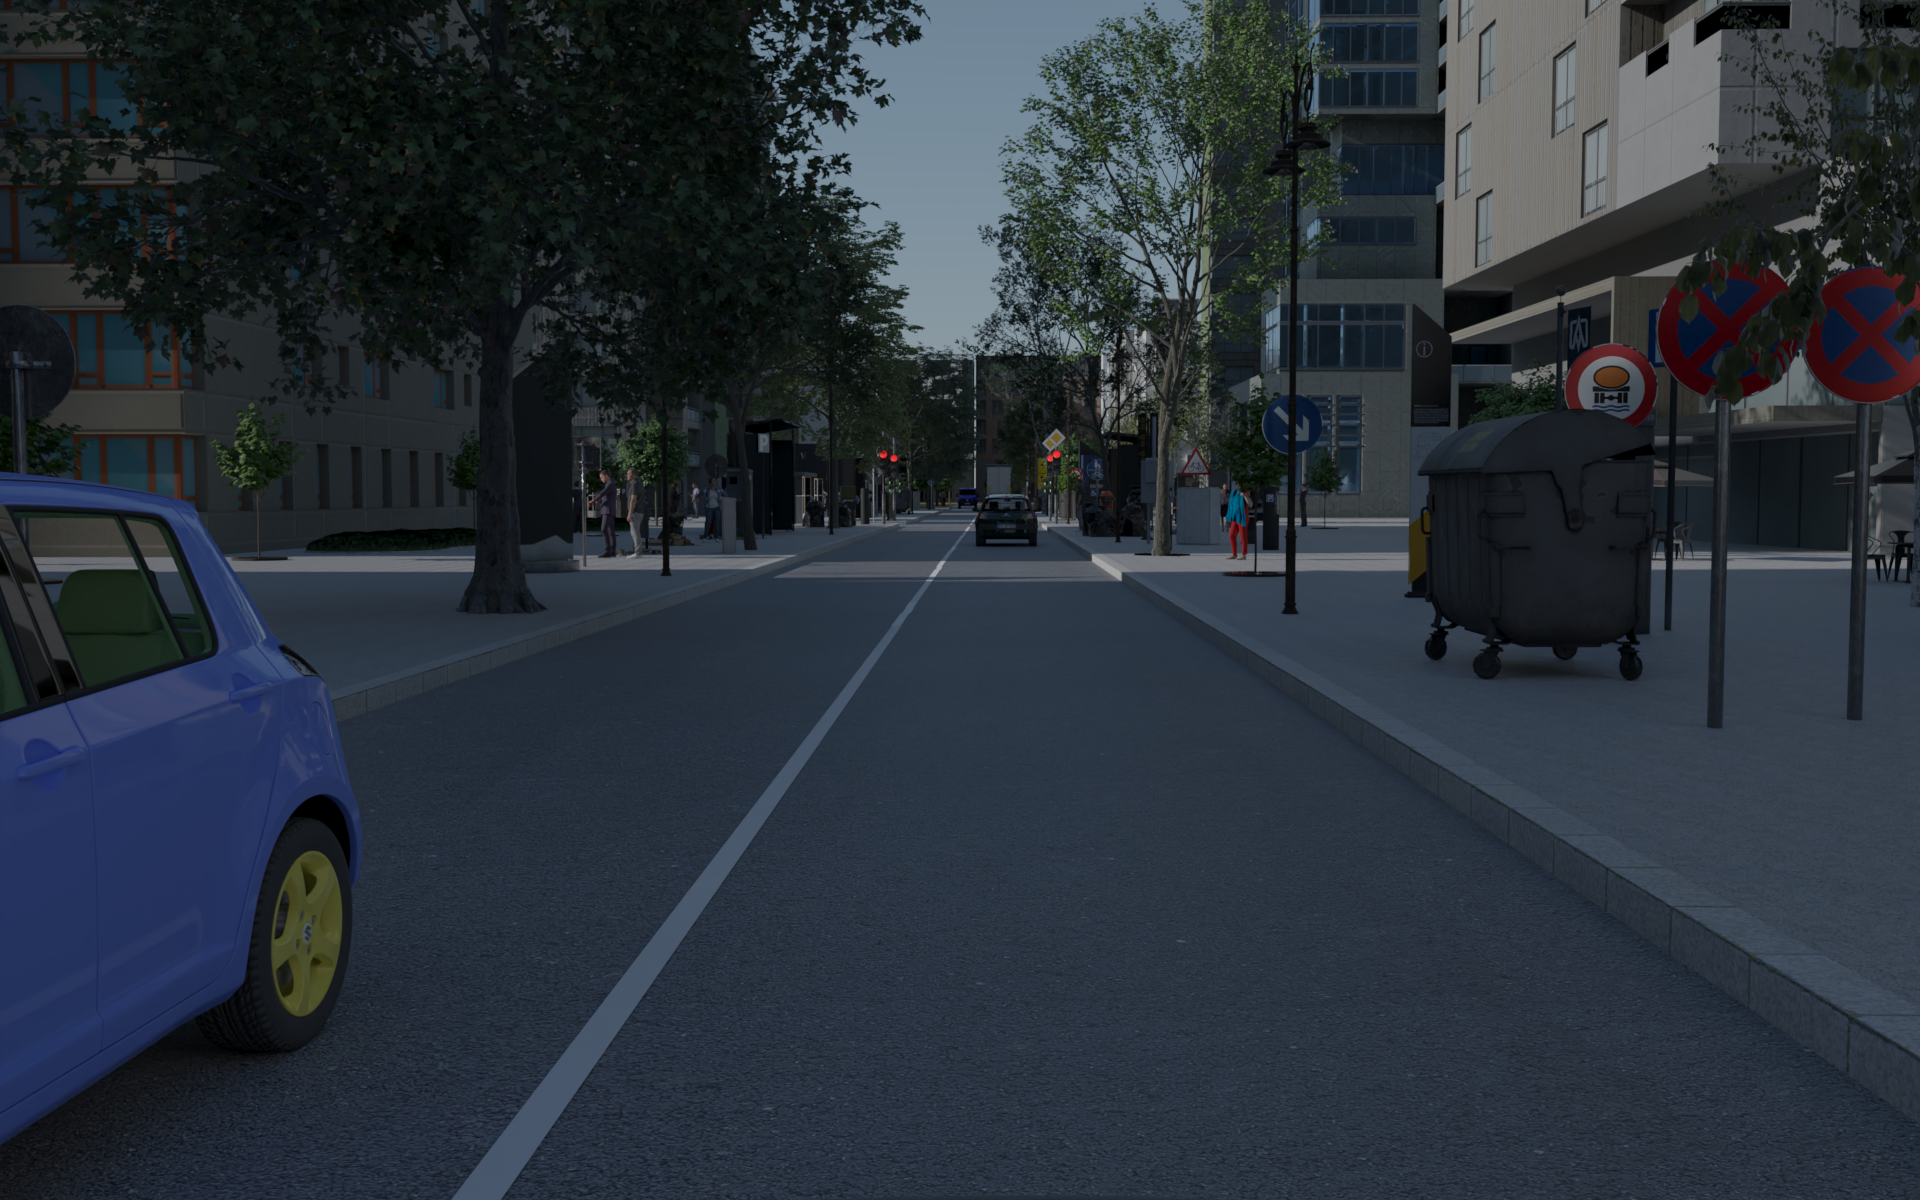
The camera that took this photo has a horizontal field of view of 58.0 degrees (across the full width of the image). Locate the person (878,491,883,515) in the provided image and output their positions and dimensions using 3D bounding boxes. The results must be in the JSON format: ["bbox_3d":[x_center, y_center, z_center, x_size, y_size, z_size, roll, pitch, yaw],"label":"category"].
[{"bbox_3d":[-4.837,-5.958,106.145,0.574,1.496,0.600,-1,4,-11],"label":"person"}]

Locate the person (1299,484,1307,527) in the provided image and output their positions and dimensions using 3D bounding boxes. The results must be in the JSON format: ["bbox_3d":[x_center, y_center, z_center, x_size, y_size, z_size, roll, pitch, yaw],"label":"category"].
[{"bbox_3d":[13.411,-3.743,68.036,0.445,1.727,0.742,-1,4,-13],"label":"person"}]

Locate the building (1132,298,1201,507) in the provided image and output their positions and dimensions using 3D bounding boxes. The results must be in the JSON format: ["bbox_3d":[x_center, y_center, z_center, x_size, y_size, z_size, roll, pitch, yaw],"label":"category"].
[{"bbox_3d":[25.400,-19.371,173.129,16.016,20.091,11.380,0,4,1],"label":"building"}]

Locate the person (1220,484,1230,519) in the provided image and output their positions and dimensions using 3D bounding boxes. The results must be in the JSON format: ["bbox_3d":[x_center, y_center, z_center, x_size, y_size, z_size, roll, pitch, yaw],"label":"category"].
[{"bbox_3d":[13.473,-5.026,88.347,0.598,1.807,0.434,2,4,35],"label":"person"}]

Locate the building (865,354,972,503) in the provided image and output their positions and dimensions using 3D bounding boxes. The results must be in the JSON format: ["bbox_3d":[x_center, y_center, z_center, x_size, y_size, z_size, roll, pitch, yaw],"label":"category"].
[{"bbox_3d":[-14.146,-25.842,266.482,32.646,21.610,27.936,0,4,1],"label":"building"}]

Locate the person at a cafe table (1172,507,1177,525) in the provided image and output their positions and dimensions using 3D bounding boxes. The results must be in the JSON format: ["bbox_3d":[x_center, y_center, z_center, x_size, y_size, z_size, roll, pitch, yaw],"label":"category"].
[{"bbox_3d":[9.484,-3.928,72.735,1.698,1.524,1.622,3,4,38],"label":"person at a cafe table"}]

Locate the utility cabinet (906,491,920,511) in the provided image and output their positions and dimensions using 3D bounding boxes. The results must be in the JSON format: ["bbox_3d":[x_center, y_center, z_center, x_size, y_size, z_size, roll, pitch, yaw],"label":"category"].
[{"bbox_3d":[-3.767,-8.020,139.807,1.173,1.500,0.318,-3,5,-44],"label":"utility cabinet"}]

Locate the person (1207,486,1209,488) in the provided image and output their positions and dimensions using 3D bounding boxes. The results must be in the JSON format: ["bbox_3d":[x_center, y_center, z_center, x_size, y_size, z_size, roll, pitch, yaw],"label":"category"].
[{"bbox_3d":[14.435,-5.803,101.732,0.742,1.727,0.445,-1,4,-20],"label":"person"}]

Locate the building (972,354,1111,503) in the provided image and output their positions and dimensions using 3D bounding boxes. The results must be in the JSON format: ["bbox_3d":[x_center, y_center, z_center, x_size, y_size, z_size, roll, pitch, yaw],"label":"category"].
[{"bbox_3d":[18.763,-25.775,265.395,32.646,21.610,27.936,0,4,1],"label":"building"}]

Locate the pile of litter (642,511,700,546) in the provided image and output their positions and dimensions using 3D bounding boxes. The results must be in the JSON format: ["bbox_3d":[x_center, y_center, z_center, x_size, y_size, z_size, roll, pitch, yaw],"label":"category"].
[{"bbox_3d":[-7.254,-1.790,43.226,1.176,0.858,1.719,-3,5,-40],"label":"pile of litter"}]

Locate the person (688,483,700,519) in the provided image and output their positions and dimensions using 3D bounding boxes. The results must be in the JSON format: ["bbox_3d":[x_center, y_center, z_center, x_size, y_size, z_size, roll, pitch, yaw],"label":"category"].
[{"bbox_3d":[-13.928,-5.174,90.498,0.599,1.838,0.709,-2,4,-28],"label":"person"}]

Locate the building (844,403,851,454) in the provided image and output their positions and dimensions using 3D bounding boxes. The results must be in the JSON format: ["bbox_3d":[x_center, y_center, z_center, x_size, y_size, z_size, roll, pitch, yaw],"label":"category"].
[{"bbox_3d":[-20.286,-20.798,196.472,16.016,20.091,11.380,0,4,1],"label":"building"}]

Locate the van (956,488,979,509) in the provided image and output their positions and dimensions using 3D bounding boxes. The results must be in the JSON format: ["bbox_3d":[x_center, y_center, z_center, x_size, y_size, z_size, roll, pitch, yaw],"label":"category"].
[{"bbox_3d":[0.754,-10.076,169.120,2.240,2.365,5.245,0,4,1],"label":"van"}]

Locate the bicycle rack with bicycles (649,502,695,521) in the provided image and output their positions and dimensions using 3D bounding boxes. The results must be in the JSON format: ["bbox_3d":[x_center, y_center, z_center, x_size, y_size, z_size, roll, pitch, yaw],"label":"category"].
[{"bbox_3d":[-14.300,-4.281,83.379,2.925,0.926,2.852,0,4,-5],"label":"bicycle rack with bicycles"}]

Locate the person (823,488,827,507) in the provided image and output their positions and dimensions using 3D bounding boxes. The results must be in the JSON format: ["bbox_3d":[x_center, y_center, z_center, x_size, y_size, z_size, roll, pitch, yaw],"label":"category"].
[{"bbox_3d":[-10.144,-7.473,128.943,0.376,1.734,0.841,-2,4,-31],"label":"person"}]

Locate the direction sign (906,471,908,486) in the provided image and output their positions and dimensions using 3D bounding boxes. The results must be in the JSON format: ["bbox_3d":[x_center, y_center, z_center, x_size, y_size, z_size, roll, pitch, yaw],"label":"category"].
[{"bbox_3d":[-5.033,-10.154,158.020,0.876,3.537,0.379,-1,4,-8],"label":"direction sign"}]

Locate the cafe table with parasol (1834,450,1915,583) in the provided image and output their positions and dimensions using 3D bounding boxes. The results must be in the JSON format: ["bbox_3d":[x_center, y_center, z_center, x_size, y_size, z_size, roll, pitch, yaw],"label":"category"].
[{"bbox_3d":[13.920,-1.234,25.038,2.610,1.966,2.610,-2,4,-23],"label":"cafe table with parasol"}]

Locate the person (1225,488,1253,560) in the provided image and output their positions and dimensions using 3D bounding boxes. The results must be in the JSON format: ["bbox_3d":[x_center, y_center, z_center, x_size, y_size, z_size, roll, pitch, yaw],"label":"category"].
[{"bbox_3d":[5.413,-1.585,33.660,0.444,1.614,0.593,0,4,-4],"label":"person"}]

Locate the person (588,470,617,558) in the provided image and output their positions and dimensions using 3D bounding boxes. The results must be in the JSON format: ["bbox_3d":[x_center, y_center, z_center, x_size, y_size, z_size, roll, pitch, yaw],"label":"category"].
[{"bbox_3d":[-7.214,-1.743,34.992,0.568,1.767,0.683,-1,4,-9],"label":"person"}]

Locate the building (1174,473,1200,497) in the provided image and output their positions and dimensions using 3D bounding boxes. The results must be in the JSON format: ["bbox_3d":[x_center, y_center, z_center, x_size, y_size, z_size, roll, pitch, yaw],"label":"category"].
[{"bbox_3d":[33.834,-27.677,144.394,32.217,40.220,23.993,0,4,1],"label":"building"}]

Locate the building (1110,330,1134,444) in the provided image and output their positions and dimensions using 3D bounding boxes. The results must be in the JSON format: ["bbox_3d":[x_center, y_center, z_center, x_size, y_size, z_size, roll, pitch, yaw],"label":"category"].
[{"bbox_3d":[26.320,-20.067,194.546,16.747,18.905,31.486,0,4,1],"label":"building"}]

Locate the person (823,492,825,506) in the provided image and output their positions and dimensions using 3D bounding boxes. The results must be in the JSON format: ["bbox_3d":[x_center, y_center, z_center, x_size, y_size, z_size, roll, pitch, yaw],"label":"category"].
[{"bbox_3d":[-7.992,-5.613,99.277,0.517,1.644,0.566,1,4,22],"label":"person"}]

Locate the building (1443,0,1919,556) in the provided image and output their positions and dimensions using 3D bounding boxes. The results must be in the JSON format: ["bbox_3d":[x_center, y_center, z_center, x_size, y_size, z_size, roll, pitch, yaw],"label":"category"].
[{"bbox_3d":[30.486,-28.057,47.967,28.713,52.752,27.495,0,4,1],"label":"building"}]

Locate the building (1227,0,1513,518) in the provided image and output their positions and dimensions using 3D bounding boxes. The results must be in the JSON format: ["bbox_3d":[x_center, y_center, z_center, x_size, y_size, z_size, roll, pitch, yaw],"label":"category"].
[{"bbox_3d":[31.811,-48.229,101.222,31.000,86.520,22.319,0,4,1],"label":"building"}]

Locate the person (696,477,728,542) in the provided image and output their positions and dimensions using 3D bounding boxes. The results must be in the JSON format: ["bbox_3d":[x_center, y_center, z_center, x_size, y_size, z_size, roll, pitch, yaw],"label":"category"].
[{"bbox_3d":[-6.598,-2.412,46.201,0.841,1.734,0.376,-1,4,-12],"label":"person"}]

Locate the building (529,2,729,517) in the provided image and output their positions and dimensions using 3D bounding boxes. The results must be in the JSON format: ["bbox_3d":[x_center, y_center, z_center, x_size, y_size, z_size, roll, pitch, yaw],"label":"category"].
[{"bbox_3d":[-21.449,-25.433,99.420,14.154,41.232,14.086,0,4,1],"label":"building"}]

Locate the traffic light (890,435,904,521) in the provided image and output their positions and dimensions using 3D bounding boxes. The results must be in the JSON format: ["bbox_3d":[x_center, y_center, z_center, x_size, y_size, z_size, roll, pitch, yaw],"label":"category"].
[{"bbox_3d":[-3.105,-5.723,82.485,0.839,4.253,0.868,0,4,1],"label":"traffic light"}]

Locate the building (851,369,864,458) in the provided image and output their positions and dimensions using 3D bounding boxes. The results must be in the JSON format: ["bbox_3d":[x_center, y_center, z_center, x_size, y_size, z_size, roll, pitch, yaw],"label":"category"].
[{"bbox_3d":[-28.136,-21.327,215.155,31.486,18.905,16.747,0,4,1],"label":"building"}]

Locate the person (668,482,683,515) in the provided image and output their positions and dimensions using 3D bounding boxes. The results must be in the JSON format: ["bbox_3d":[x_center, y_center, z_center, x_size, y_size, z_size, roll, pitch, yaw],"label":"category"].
[{"bbox_3d":[-10.801,-3.614,65.813,0.565,1.739,0.600,3,5,39],"label":"person"}]

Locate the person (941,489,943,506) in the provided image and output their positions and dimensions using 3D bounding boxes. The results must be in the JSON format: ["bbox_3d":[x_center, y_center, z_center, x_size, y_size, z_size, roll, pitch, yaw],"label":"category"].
[{"bbox_3d":[-1.914,-11.188,188.970,0.705,1.824,1.348,-1,4,-14],"label":"person"}]

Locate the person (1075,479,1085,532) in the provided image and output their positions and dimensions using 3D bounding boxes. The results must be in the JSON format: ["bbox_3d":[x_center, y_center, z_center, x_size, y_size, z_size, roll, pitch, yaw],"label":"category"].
[{"bbox_3d":[4.082,-3.250,59.313,0.434,1.807,0.598,2,4,25],"label":"person"}]

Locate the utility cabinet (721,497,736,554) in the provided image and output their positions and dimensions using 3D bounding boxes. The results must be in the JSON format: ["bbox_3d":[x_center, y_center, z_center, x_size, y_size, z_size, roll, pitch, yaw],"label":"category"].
[{"bbox_3d":[-5.011,-1.618,37.622,0.306,1.237,1.020,-1,4,-9],"label":"utility cabinet"}]

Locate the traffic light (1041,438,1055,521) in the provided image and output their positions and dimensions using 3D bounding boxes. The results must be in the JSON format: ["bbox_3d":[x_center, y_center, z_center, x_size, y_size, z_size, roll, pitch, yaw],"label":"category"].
[{"bbox_3d":[4.275,-5.715,82.360,0.839,4.253,0.868,0,4,1],"label":"traffic light"}]

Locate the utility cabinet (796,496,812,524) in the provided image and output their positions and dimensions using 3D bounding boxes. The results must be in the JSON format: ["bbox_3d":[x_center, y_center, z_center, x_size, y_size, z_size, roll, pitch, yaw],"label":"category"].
[{"bbox_3d":[-6.989,-3.939,75.564,1.020,1.237,0.306,-1,4,-9],"label":"utility cabinet"}]

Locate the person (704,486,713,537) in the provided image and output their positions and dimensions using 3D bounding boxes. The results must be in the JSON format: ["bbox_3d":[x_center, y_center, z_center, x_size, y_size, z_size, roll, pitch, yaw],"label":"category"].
[{"bbox_3d":[-7.464,-2.668,52.128,0.523,1.526,0.387,-3,5,-41],"label":"person"}]

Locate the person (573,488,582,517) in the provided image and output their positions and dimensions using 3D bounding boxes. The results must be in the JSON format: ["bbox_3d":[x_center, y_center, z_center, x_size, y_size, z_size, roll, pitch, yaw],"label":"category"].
[{"bbox_3d":[-14.743,-3.560,66.712,0.387,1.526,0.523,-3,5,-40],"label":"person"}]

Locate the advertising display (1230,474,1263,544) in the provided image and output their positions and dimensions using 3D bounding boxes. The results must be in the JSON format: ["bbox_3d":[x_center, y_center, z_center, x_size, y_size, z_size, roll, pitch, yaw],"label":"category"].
[{"bbox_3d":[7.420,-2.403,44.497,0.974,1.923,0.123,1,4,22],"label":"advertising display"}]

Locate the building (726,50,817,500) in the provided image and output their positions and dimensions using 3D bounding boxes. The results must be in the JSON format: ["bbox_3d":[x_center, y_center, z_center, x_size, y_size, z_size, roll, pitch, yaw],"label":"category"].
[{"bbox_3d":[-28.190,-27.340,138.886,32.217,40.220,23.993,0,4,1],"label":"building"}]

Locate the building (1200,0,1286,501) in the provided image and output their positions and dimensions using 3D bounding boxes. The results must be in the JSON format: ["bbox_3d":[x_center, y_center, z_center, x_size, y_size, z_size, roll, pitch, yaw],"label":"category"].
[{"bbox_3d":[24.299,-27.001,125.056,14.154,41.232,14.086,0,4,1],"label":"building"}]

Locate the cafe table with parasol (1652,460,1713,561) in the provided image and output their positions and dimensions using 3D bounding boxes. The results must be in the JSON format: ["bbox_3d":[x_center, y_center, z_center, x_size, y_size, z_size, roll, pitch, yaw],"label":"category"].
[{"bbox_3d":[13.416,-1.766,33.734,2.610,1.966,2.610,1,4,21],"label":"cafe table with parasol"}]

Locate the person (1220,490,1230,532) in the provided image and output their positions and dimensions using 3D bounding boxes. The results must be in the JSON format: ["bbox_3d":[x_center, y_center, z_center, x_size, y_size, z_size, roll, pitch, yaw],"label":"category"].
[{"bbox_3d":[9.069,-3.053,59.152,0.628,1.438,0.799,-2,4,-32],"label":"person"}]

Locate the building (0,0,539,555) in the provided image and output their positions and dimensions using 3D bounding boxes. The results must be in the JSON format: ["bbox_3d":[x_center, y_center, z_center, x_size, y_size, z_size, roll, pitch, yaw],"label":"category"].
[{"bbox_3d":[-29.822,-12.445,48.515,28.899,21.520,27.650,0,4,1],"label":"building"}]

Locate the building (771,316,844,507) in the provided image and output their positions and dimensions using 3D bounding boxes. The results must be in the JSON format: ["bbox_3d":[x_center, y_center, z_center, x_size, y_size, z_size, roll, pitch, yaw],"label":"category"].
[{"bbox_3d":[-27.016,-20.220,174.579,27.936,21.610,32.646,0,4,1],"label":"building"}]

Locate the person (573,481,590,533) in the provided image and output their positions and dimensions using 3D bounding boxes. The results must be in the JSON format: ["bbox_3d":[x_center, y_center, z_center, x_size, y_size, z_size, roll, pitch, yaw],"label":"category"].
[{"bbox_3d":[-12.473,-3.065,56.955,0.742,1.727,0.445,-3,5,-43],"label":"person"}]

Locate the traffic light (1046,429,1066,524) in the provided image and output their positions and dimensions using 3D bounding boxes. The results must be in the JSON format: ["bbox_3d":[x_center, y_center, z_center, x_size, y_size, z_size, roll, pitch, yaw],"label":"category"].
[{"bbox_3d":[4.121,-5.227,74.376,0.839,4.253,0.868,0,4,1],"label":"traffic light"}]

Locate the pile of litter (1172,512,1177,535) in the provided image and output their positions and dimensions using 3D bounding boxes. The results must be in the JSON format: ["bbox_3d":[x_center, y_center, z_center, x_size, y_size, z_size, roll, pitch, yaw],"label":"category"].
[{"bbox_3d":[7.220,-2.495,54.752,1.176,0.858,1.719,-3,4,-36],"label":"pile of litter"}]

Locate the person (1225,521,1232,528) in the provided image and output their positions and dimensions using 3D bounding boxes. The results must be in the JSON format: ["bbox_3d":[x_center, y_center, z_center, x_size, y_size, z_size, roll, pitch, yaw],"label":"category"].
[{"bbox_3d":[10.227,-3.001,65.580,0.357,0.543,0.381,-1,4,-9],"label":"person"}]

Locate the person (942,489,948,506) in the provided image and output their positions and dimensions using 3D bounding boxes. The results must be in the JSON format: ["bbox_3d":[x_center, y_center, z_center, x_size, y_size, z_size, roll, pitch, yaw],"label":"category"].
[{"bbox_3d":[-1.617,-10.734,181.557,0.705,1.823,1.348,1,4,22],"label":"person"}]

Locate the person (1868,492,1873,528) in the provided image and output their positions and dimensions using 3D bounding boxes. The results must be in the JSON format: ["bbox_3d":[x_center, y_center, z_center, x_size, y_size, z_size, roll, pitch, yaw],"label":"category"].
[{"bbox_3d":[18.434,-1.552,35.335,0.340,1.345,0.435,-1,4,-12],"label":"person"}]

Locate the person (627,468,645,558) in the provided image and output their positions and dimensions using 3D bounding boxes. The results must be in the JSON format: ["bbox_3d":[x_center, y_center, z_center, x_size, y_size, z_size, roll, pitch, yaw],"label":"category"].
[{"bbox_3d":[-6.498,-1.736,34.552,0.434,1.807,0.598,1,4,17],"label":"person"}]

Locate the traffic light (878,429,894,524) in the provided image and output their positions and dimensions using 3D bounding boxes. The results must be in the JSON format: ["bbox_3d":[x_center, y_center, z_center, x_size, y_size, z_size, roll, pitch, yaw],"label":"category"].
[{"bbox_3d":[-3.259,-5.234,74.502,0.839,4.253,0.868,0,4,1],"label":"traffic light"}]

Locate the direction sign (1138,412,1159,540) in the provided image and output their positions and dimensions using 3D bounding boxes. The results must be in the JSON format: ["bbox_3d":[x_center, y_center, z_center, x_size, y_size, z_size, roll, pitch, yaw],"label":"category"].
[{"bbox_3d":[5.254,-3.454,48.472,0.379,3.537,0.876,-2,4,-32],"label":"direction sign"}]

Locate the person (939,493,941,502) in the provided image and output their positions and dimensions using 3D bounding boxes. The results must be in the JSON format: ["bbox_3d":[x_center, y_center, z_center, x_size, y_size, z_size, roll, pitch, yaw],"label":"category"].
[{"bbox_3d":[-2.271,-12.897,217.854,0.436,1.711,0.756,-3,4,-37],"label":"person"}]

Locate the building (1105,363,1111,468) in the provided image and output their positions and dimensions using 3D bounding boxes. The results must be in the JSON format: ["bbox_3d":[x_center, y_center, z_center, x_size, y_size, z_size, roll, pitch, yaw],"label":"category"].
[{"bbox_3d":[26.356,-22.043,216.817,16.016,20.091,11.380,0,4,1],"label":"building"}]
